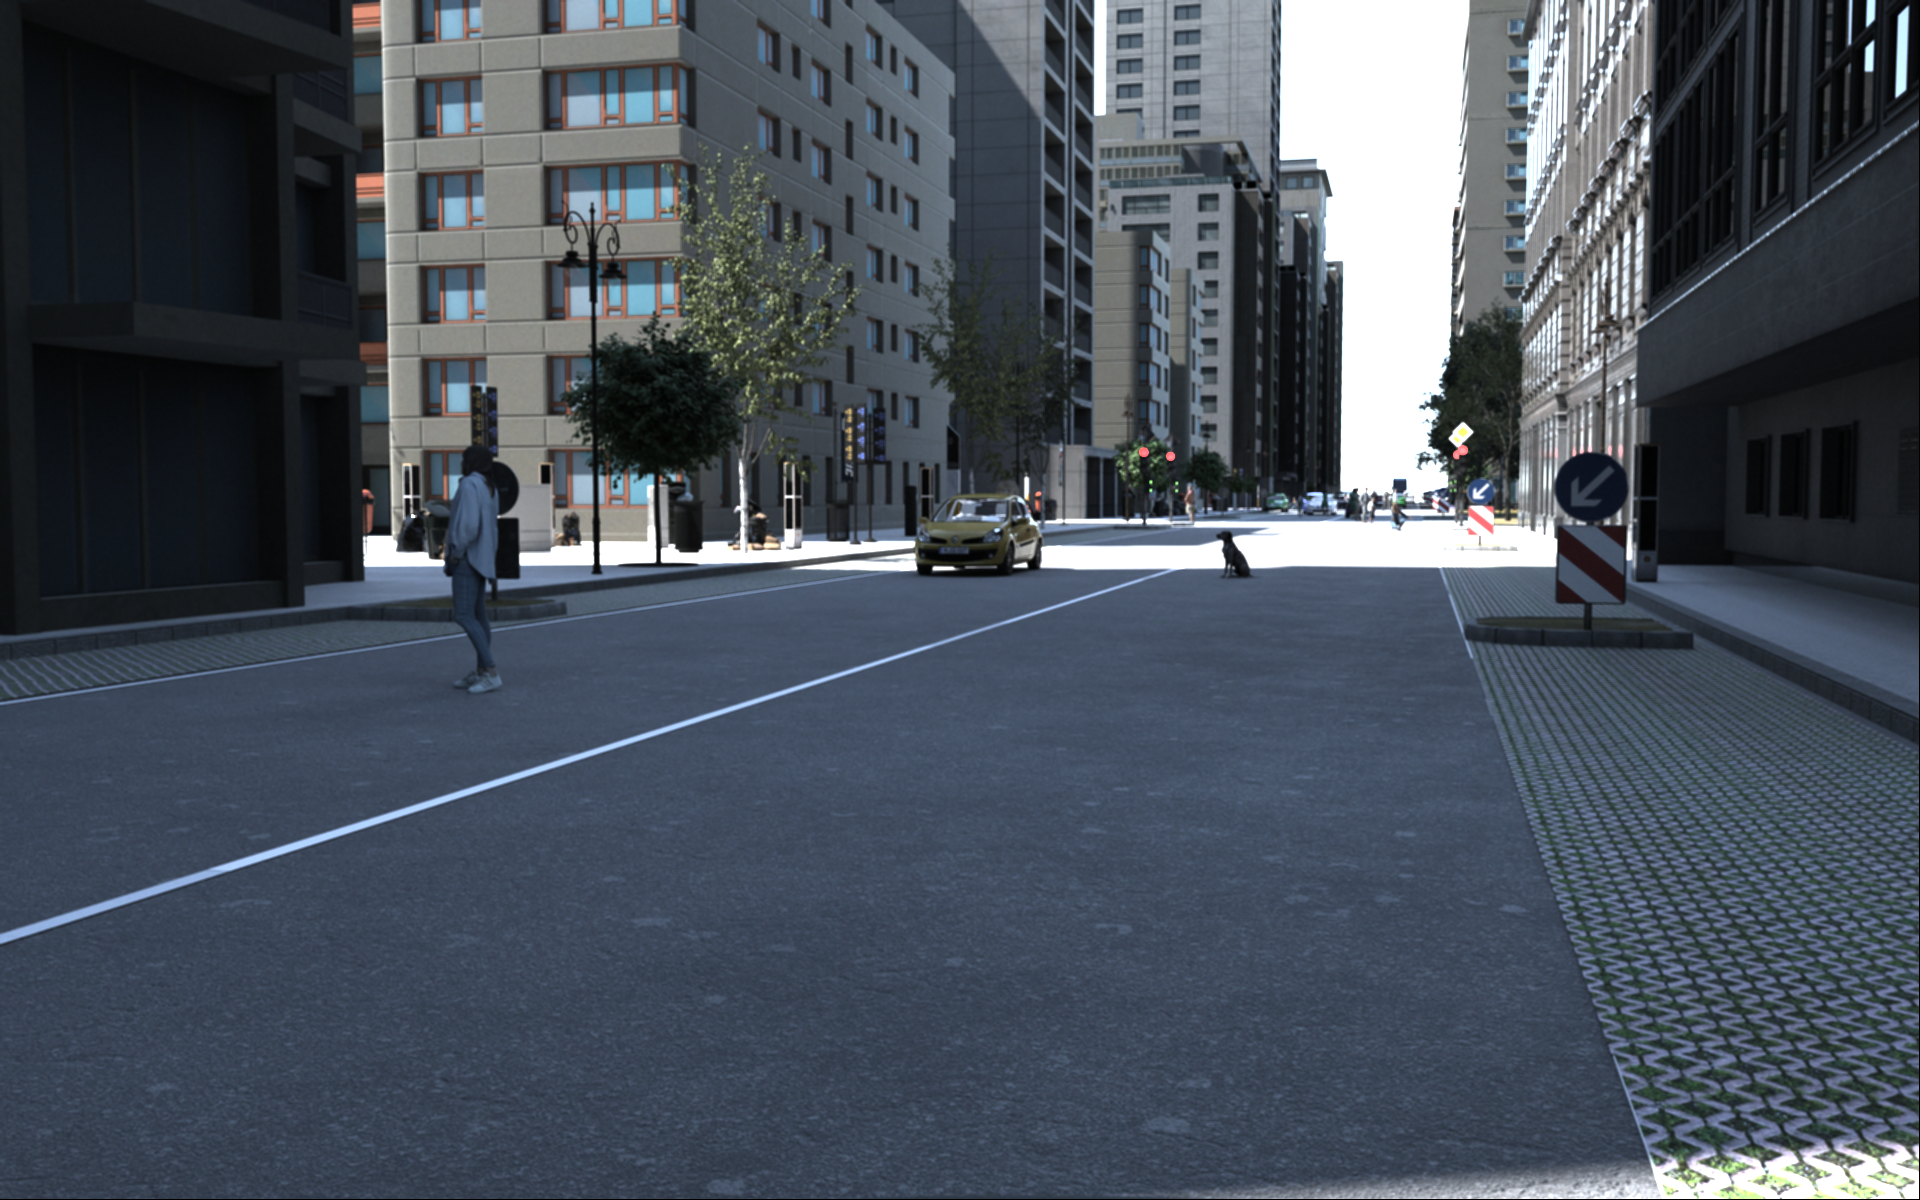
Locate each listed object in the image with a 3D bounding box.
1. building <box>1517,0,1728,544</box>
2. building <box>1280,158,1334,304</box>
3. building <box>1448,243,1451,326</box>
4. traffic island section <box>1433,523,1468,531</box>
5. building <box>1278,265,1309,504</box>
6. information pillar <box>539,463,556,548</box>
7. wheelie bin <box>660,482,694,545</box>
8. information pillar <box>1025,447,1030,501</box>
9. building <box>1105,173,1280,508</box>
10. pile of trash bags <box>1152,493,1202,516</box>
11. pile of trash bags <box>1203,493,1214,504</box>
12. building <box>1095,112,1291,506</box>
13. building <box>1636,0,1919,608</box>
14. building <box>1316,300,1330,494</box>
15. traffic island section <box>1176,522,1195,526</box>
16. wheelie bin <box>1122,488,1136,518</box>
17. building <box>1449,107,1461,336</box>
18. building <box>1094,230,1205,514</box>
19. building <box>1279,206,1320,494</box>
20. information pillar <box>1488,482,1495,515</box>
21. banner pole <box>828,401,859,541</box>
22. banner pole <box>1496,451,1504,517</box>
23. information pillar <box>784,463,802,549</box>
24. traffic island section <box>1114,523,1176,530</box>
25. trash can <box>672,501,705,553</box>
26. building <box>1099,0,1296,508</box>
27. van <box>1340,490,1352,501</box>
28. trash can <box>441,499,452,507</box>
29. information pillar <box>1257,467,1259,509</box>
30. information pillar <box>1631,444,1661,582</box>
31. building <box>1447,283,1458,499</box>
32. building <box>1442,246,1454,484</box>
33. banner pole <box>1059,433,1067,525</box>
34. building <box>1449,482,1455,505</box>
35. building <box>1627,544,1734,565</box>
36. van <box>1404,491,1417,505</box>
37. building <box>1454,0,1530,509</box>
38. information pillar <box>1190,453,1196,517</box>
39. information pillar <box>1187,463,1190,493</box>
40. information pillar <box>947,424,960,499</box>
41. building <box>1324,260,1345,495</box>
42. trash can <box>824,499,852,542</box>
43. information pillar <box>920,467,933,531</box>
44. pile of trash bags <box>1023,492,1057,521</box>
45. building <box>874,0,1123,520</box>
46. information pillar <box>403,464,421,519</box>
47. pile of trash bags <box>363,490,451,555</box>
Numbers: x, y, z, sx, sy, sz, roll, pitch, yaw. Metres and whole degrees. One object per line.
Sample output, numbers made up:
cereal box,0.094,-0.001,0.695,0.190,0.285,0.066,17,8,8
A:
building,23.659,-12.652,56.014,9.793,20.994,18.267,1,4,15
building,44.297,-42.062,276.949,28.713,52.752,27.495,1,4,15
building,83.233,-36.673,254.225,22.147,44.769,28.867,1,4,15
traffic island section,21.632,-3.248,75.392,2.009,0.180,2.903,1,4,15
building,36.074,-27.255,217.326,14.160,30.474,14.107,1,4,15
information pillar,-9.872,-2.260,41.448,0.304,2.012,0.304,0,4,-2
wheelie bin,-7.263,-2.213,44.096,0.980,1.594,0.693,-1,4,-18
information pillar,3.299,-5.737,85.150,0.183,3.616,0.504,-1,4,-15
building,21.492,-23.761,160.186,14.160,30.474,14.107,1,4,15
pile of trash bags,12.700,-5.696,102.886,1.912,1.369,3.447,2,4,28
pile of trash bags,19.943,-8.300,145.453,3.447,1.369,1.912,3,5,40
building,17.991,-29.905,180.831,32.217,40.220,23.993,1,4,15
building,15.868,-13.674,17.073,14.314,27.812,24.014,1,4,15
building,46.913,-29.584,255.397,14.160,30.474,14.107,1,4,15
traffic island section,9.548,-3.442,78.552,2.009,0.180,2.903,1,4,15
wheelie bin,9.180,-5.289,94.378,0.693,1.594,0.980,-1,4,-12
building,63.022,-32.129,179.930,22.147,44.769,28.867,1,4,15
building,2.886,-17.494,131.059,27.650,21.520,28.899,1,4,15
building,42.266,-34.085,240.881,14.154,41.232,14.086,1,4,15
information pillar,32.147,-6.134,104.776,0.304,2.012,0.304,-2,4,-33
banner pole,-3.148,-3.476,46.853,0.863,3.779,0.401,1,4,10
banner pole,30.527,-6.581,97.613,0.401,3.779,0.863,0,4,4
information pillar,-3.888,-2.197,40.420,0.304,2.012,0.304,2,4,35
traffic island section,7.524,-2.969,70.827,2.009,0.180,2.903,1,4,15
trash can,-5.931,-1.602,37.849,0.748,1.137,0.748,0,3,0
building,28.536,-46.599,200.142,20.563,71.187,20.611,1,4,15
van,41.700,-10.988,186.668,2.013,2.044,4.112,1,4,15
trash can,-13.406,-2.071,45.520,0.748,1.137,0.748,0,3,0
information pillar,25.413,-9.554,147.567,0.183,3.616,0.504,1,4,9
information pillar,10.028,-1.274,25.324,0.304,2.012,0.304,0,4,8
building,73.569,-28.332,234.933,14.160,30.474,14.107,1,4,15
building,91.654,-40.581,283.103,23.786,49.044,30.456,1,4,15
banner pole,4.186,-4.949,70.925,0.401,3.779,0.863,1,4,23
building,75.048,-31.375,204.857,32.217,40.220,23.993,1,4,15
building,19.243,-11.570,38.321,9.793,20.994,18.267,1,4,15
van,60.851,-13.927,234.713,2.013,2.044,4.112,1,4,13
building,56.037,-32.509,155.217,21.300,48.544,21.600,1,4,15
information pillar,13.392,-6.586,99.036,0.183,3.616,0.504,1,4,8
information pillar,16.400,-8.086,123.568,0.504,3.616,0.183,-1,4,-21
information pillar,-0.228,-4.086,58.158,0.504,3.616,0.183,2,4,32
building,57.995,-37.455,295.983,14.154,41.232,14.086,1,4,15
trash can,-3.260,-2.119,46.297,0.748,1.137,0.748,0,3,0
information pillar,-0.918,-2.660,47.989,0.304,2.012,0.304,1,4,13
pile of trash bags,3.688,-4.447,82.463,1.912,1.369,3.447,0,4,-3
building,-1.094,-40.277,96.788,20.563,71.187,20.611,1,4,15
information pillar,-13.440,-2.326,42.515,0.304,2.012,0.304,2,4,33
pile of trash bags,-11.713,-1.718,37.841,3.447,1.369,1.912,-3,5,-42
